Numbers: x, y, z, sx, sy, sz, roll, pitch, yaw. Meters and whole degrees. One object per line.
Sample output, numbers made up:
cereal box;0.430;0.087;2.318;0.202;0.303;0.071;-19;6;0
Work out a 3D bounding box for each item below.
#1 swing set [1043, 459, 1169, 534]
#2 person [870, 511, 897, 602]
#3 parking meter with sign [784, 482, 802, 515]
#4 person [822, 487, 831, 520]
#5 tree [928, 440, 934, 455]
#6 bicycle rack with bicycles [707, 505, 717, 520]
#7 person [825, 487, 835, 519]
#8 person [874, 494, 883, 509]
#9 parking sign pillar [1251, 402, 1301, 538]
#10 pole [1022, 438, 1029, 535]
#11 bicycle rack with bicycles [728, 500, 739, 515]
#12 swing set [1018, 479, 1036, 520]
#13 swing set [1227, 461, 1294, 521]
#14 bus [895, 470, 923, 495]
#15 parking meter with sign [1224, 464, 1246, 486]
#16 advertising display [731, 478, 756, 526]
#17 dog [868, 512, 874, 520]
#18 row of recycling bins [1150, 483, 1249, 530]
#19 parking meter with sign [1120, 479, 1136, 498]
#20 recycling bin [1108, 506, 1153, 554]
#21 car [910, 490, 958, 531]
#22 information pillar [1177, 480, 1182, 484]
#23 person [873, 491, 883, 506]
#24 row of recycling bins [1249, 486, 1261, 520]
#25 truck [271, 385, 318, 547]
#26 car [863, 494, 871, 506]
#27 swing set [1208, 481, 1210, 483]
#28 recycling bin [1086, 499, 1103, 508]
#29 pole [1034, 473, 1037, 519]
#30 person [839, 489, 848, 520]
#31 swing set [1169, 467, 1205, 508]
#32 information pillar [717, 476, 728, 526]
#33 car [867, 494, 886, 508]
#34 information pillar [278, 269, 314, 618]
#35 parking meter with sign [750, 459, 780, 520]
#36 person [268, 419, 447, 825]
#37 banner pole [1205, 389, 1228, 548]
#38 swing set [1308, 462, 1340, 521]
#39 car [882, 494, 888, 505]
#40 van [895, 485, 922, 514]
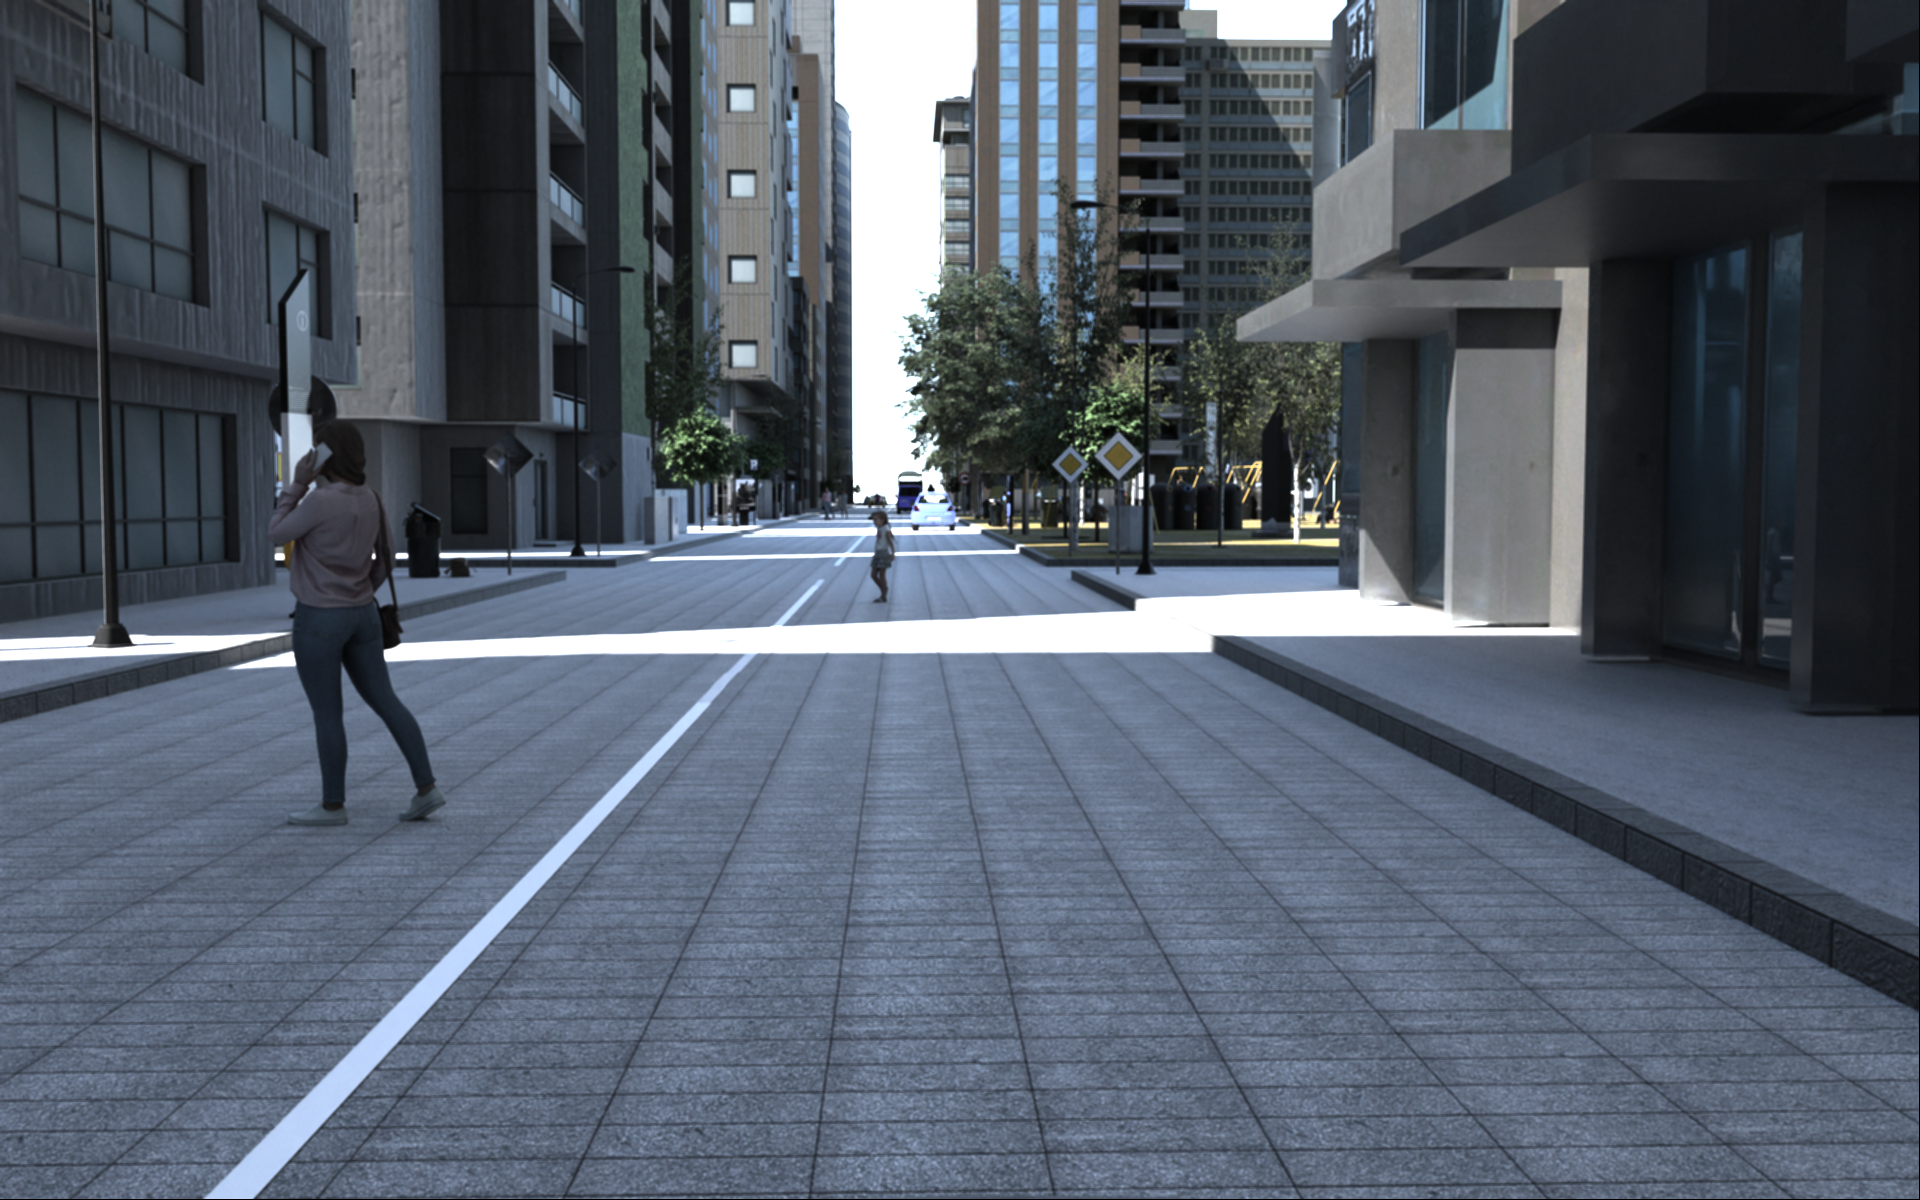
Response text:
swing set;4.738;-3.635;57.051;3.119;2.851;2.862;-1;4;-21
person;-0.969;-0.576;22.938;0.382;1.210;0.505;-2;4;-35
parking meter with sign;-10.452;-6.674;105.382;1.738;3.016;0.543;2;4;26
person;-7.266;-5.245;94.261;0.555;1.821;0.388;-3;4;-37
tree;-1.704;-15.004;195.672;4.737;8.622;4.395;0;3;0
bicycle rack with bicycles;-13.714;-4.359;84.652;2.852;0.926;2.925;-2;4;-33
person;-7.702;-5.691;101.403;0.748;1.841;0.638;3;5;43
person;-7.519;-9.123;160.891;0.991;1.433;0.599;-1;4;-18
parking sign pillar;9.363;-3.839;51.245;1.447;3.967;1.447;-1;4;-12
pole;2.075;-3.725;54.747;0.158;3.312;0.155;0;3;0
bicycle rack with bicycles;-14.032;-5.532;103.836;2.925;0.926;2.852;-3;5;-45
swing set;4.806;-5.423;86.285;2.862;2.851;3.119;-1;4;-22
swing set;14.472;-5.260;83.620;2.862;2.851;3.119;0;4;3
bus;-5.198;-11.424;178.331;2.896;3.916;12.252;0;4;-3
parking meter with sign;16.144;-6.344;99.988;1.738;3.016;0.543;2;4;32
advertising display;-8.664;-3.927;69.416;0.974;1.923;0.123;-1;4;-13
dog;-4.876;-4.667;96.497;0.550;0.427;0.748;0;4;7
row of recycling bins;8.454;-3.377;62.334;3.534;1.692;1.069;-1;4;-16
parking meter with sign;9.753;-6.320;99.588;0.543;3.016;1.738;-2;4;-34
recycling bin;3.715;-1.536;37.675;0.722;1.027;0.722;-2;4;-33
car;-1.029;-3.587;68.243;1.945;1.707;3.694;0;4;0
information pillar;11.687;-5.345;91.877;0.304;2.012;0.304;0;4;5
person;-8.192;-9.971;172.312;1.217;1.735;0.721;2;4;34
row of recycling bins;13.640;-4.827;86.042;3.534;1.692;1.069;-1;4;-9
truck;-17.519;-2.562;30.807;11.283;4.237;2.839;0;4;-4
car;-10.802;-12.137;210.444;2.014;1.417;4.499;0;4;0
swing set;16.188;-6.103;97.400;2.862;2.851;3.119;-2;4;-26
recycling bin;7.479;-5.116;96.198;0.722;1.027;0.722;2;4;27
pole;3.891;-5.822;89.025;0.158;3.312;0.155;0;3;0
person;-6.507;-5.374;97.119;0.466;1.731;0.760;1;4;12
swing set;13.493;-6.423;102.634;2.862;2.851;3.119;-2;4;-26
information pillar;-9.540;-3.980;69.566;0.304;2.012;0.304;2;4;30
car;-8.766;-10.521;182.244;2.015;1.641;3.980;0;4;-1
information pillar;-6.833;-1.622;17.872;0.183;3.616;0.504;1;4;8
parking meter with sign;-9.824;-5.583;87.539;0.543;3.016;1.738;2;4;35
person;-2.590;0.098;7.491;0.643;1.750;0.593;1;4;21
banner pole;6.084;-3.139;41.345;0.401;3.779;0.863;3;5;43
swing set;17.993;-5.067;80.458;2.862;2.851;3.119;-1;4;-9
car;-10.136;-12.905;219.798;1.959;1.807;4.718;0;4;-1
van;-3.620;-7.387;125.156;2.240;2.365;5.245;0;4;-2
